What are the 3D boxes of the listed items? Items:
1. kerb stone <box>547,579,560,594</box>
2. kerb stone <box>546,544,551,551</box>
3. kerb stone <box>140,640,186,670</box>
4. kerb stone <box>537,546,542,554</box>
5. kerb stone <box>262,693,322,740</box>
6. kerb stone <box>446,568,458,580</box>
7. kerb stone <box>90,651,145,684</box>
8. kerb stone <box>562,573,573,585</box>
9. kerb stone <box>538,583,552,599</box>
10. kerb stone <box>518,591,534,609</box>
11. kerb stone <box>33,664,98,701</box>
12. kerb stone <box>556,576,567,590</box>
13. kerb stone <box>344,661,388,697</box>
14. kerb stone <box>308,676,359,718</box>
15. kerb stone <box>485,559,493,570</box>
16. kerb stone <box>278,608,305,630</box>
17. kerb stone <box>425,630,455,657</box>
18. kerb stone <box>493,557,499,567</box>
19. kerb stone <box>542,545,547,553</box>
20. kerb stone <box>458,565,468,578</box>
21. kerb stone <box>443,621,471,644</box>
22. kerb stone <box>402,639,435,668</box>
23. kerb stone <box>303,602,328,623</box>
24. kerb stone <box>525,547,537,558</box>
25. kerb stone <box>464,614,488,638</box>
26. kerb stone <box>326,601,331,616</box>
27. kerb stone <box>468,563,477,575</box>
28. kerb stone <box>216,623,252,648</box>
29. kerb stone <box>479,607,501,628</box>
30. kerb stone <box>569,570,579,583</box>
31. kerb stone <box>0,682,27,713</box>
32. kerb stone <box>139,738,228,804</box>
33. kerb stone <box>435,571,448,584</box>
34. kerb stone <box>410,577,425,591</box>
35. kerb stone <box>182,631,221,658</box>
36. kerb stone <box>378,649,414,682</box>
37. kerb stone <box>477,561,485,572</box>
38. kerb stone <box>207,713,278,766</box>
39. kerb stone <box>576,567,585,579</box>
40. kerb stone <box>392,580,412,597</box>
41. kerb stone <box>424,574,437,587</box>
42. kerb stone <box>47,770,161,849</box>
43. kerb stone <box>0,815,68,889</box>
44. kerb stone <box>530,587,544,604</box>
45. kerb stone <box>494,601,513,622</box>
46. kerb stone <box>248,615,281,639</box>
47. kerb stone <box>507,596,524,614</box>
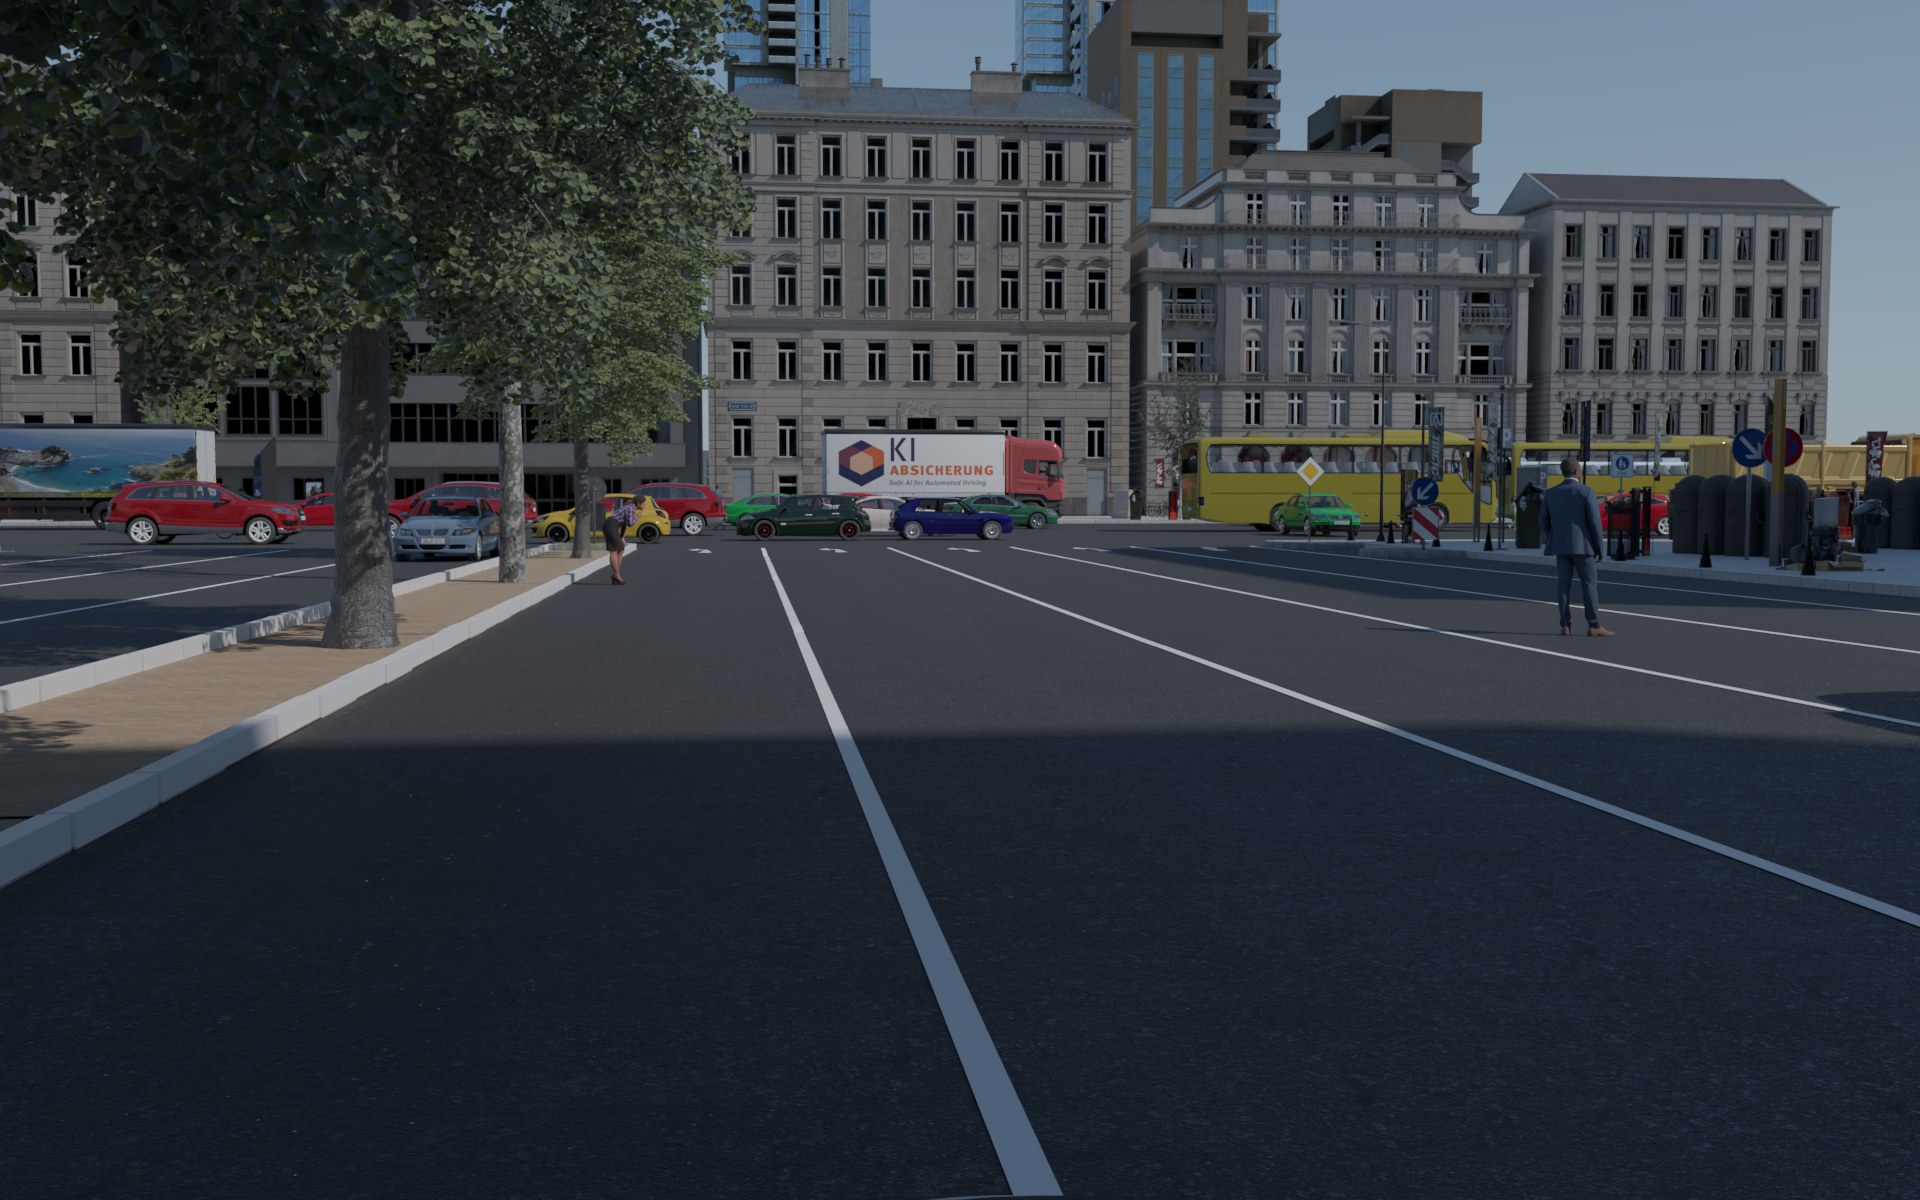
[{"bbox_3d":[-5.895,-0.163,24.859,0.120,0.150,1.000,0,4,-7],"label":"kerb stone"},{"bbox_3d":[-10.334,-1.273,43.039,0.120,0.150,1.000,0,4,-7],"label":"kerb stone"},{"bbox_3d":[-6.692,0.475,14.424,0.120,0.150,1.000,0,4,-7],"label":"kerb stone"},{"bbox_3d":[-10.063,-1.149,40.987,0.120,0.150,1.000,0,4,-7],"label":"kerb stone"},{"bbox_3d":[-4.086,0.713,10.542,0.120,0.150,1.000,0,4,-7],"label":"kerb stone"},{"bbox_3d":[-8.514,-0.400,28.728,0.120,0.150,1.000,0,4,-7],"label":"kerb stone"},{"bbox_3d":[-6.564,0.538,13.400,0.120,0.150,1.000,0,4,-7],"label":"kerb stone"},{"bbox_3d":[-6.168,-0.286,26.903,0.120,0.150,1.000,0,4,-7],"label":"kerb stone"},{"bbox_3d":[-5.770,-0.100,23.836,0.120,0.150,1.000,0,4,-7],"label":"kerb stone"},{"bbox_3d":[-5.512,0.025,21.792,0.120,0.150,1.000,0,4,-7],"label":"kerb stone"},{"bbox_3d":[-6.428,0.600,12.381,0.120,0.150,1.000,0,4,-7],"label":"kerb stone"},{"bbox_3d":[-6.028,-0.224,25.878,0.120,0.150,1.000,0,4,-7],"label":"kerb stone"},{"bbox_3d":[-4.340,0.588,12.583,0.120,0.150,1.000,0,4,-7],"label":"kerb stone"},{"bbox_3d":[-4.205,0.653,11.564,0.120,0.150,1.000,0,4,-7],"label":"kerb stone"},{"bbox_3d":[-9.027,-0.649,32.812,0.120,0.150,1.000,0,4,-7],"label":"kerb stone"},{"bbox_3d":[-7.214,0.225,18.509,0.120,0.150,1.000,0,4,-7],"label":"kerb stone"},{"bbox_3d":[-4.731,0.405,15.653,0.120,0.150,1.000,0,4,-7],"label":"kerb stone"},{"bbox_3d":[-9.150,-0.712,33.832,0.120,0.150,1.000,0,4,-7],"label":"kerb stone"},{"bbox_3d":[-10.195,-1.206,42.021,0.120,0.150,1.000,0,4,-7],"label":"kerb stone"},{"bbox_3d":[-8.631,-0.462,29.750,0.120,0.150,1.000,0,4,-7],"label":"kerb stone"},{"bbox_3d":[-4.872,0.338,16.671,0.120,0.150,1.000,0,4,-7],"label":"kerb stone"},{"bbox_3d":[-4.606,0.464,14.626,0.120,0.150,1.000,0,4,-7],"label":"kerb stone"},{"bbox_3d":[-7.340,0.163,19.534,0.120,0.150,1.000,0,4,-7],"label":"kerb stone"},{"bbox_3d":[-9.938,-1.087,39.962,0.120,0.150,1.000,0,4,-7],"label":"kerb stone"},{"bbox_3d":[-4.986,0.275,17.693,0.120,0.150,1.000,0,4,-7],"label":"kerb stone"},{"bbox_3d":[-7.468,0.100,20.554,0.120,0.150,1.000,0,4,-7],"label":"kerb stone"},{"bbox_3d":[-8.771,-0.522,30.770,0.120,0.150,1.000,0,4,-7],"label":"kerb stone"},{"bbox_3d":[-6.958,0.351,16.464,0.120,0.150,1.000,0,4,-7],"label":"kerb stone"},{"bbox_3d":[-5.122,0.212,18.722,0.120,0.150,1.000,0,4,-7],"label":"kerb stone"},{"bbox_3d":[-6.289,-0.348,27.924,0.120,0.150,1.000,0,4,-7],"label":"kerb stone"},{"bbox_3d":[-6.305,0.663,11.360,0.120,0.150,1.000,0,4,-7],"label":"kerb stone"},{"bbox_3d":[-3.819,0.838,8.500,0.120,0.150,1.000,0,4,-7],"label":"kerb stone"},{"bbox_3d":[-8.382,-0.337,27.699,0.120,0.150,1.000,0,4,-7],"label":"kerb stone"},{"bbox_3d":[-8.119,-0.212,25.659,0.120,0.150,1.000,0,4,-7],"label":"kerb stone"},{"bbox_3d":[-6.824,0.413,15.443,0.120,0.150,1.000,0,4,-7],"label":"kerb stone"},{"bbox_3d":[-4.462,0.529,13.604,0.120,0.150,1.000,0,4,-7],"label":"kerb stone"},{"bbox_3d":[-8.905,-0.587,31.790,0.120,0.150,1.000,0,4,-7],"label":"kerb stone"},{"bbox_3d":[-3.958,0.775,9.519,0.120,0.150,1.000,0,4,-7],"label":"kerb stone"},{"bbox_3d":[-6.424,-0.411,28.943,0.120,0.150,1.000,0,4,-7],"label":"kerb stone"},{"bbox_3d":[-7.989,-0.147,24.637,0.120,0.150,1.000,0,4,-7],"label":"kerb stone"},{"bbox_3d":[-8.251,-0.274,26.679,0.120,0.150,1.000,0,4,-7],"label":"kerb stone"},{"bbox_3d":[-3.687,0.901,7.470,0.120,0.150,1.000,0,4,-7],"label":"kerb stone"},{"bbox_3d":[-3.565,0.963,6.449,0.120,0.150,1.000,0,4,-7],"label":"kerb stone"},{"bbox_3d":[-5.635,-0.038,22.813,0.120,0.150,1.000,0,4,-7],"label":"kerb stone"},{"bbox_3d":[-5.249,0.150,19.742,0.120,0.150,1.000,0,4,-7],"label":"kerb stone"},{"bbox_3d":[-7.078,0.290,17.488,0.120,0.150,1.000,0,4,-7],"label":"kerb stone"},{"bbox_3d":[-5.387,0.087,20.770,0.120,0.150,1.000,0,4,-7],"label":"kerb stone"}]
